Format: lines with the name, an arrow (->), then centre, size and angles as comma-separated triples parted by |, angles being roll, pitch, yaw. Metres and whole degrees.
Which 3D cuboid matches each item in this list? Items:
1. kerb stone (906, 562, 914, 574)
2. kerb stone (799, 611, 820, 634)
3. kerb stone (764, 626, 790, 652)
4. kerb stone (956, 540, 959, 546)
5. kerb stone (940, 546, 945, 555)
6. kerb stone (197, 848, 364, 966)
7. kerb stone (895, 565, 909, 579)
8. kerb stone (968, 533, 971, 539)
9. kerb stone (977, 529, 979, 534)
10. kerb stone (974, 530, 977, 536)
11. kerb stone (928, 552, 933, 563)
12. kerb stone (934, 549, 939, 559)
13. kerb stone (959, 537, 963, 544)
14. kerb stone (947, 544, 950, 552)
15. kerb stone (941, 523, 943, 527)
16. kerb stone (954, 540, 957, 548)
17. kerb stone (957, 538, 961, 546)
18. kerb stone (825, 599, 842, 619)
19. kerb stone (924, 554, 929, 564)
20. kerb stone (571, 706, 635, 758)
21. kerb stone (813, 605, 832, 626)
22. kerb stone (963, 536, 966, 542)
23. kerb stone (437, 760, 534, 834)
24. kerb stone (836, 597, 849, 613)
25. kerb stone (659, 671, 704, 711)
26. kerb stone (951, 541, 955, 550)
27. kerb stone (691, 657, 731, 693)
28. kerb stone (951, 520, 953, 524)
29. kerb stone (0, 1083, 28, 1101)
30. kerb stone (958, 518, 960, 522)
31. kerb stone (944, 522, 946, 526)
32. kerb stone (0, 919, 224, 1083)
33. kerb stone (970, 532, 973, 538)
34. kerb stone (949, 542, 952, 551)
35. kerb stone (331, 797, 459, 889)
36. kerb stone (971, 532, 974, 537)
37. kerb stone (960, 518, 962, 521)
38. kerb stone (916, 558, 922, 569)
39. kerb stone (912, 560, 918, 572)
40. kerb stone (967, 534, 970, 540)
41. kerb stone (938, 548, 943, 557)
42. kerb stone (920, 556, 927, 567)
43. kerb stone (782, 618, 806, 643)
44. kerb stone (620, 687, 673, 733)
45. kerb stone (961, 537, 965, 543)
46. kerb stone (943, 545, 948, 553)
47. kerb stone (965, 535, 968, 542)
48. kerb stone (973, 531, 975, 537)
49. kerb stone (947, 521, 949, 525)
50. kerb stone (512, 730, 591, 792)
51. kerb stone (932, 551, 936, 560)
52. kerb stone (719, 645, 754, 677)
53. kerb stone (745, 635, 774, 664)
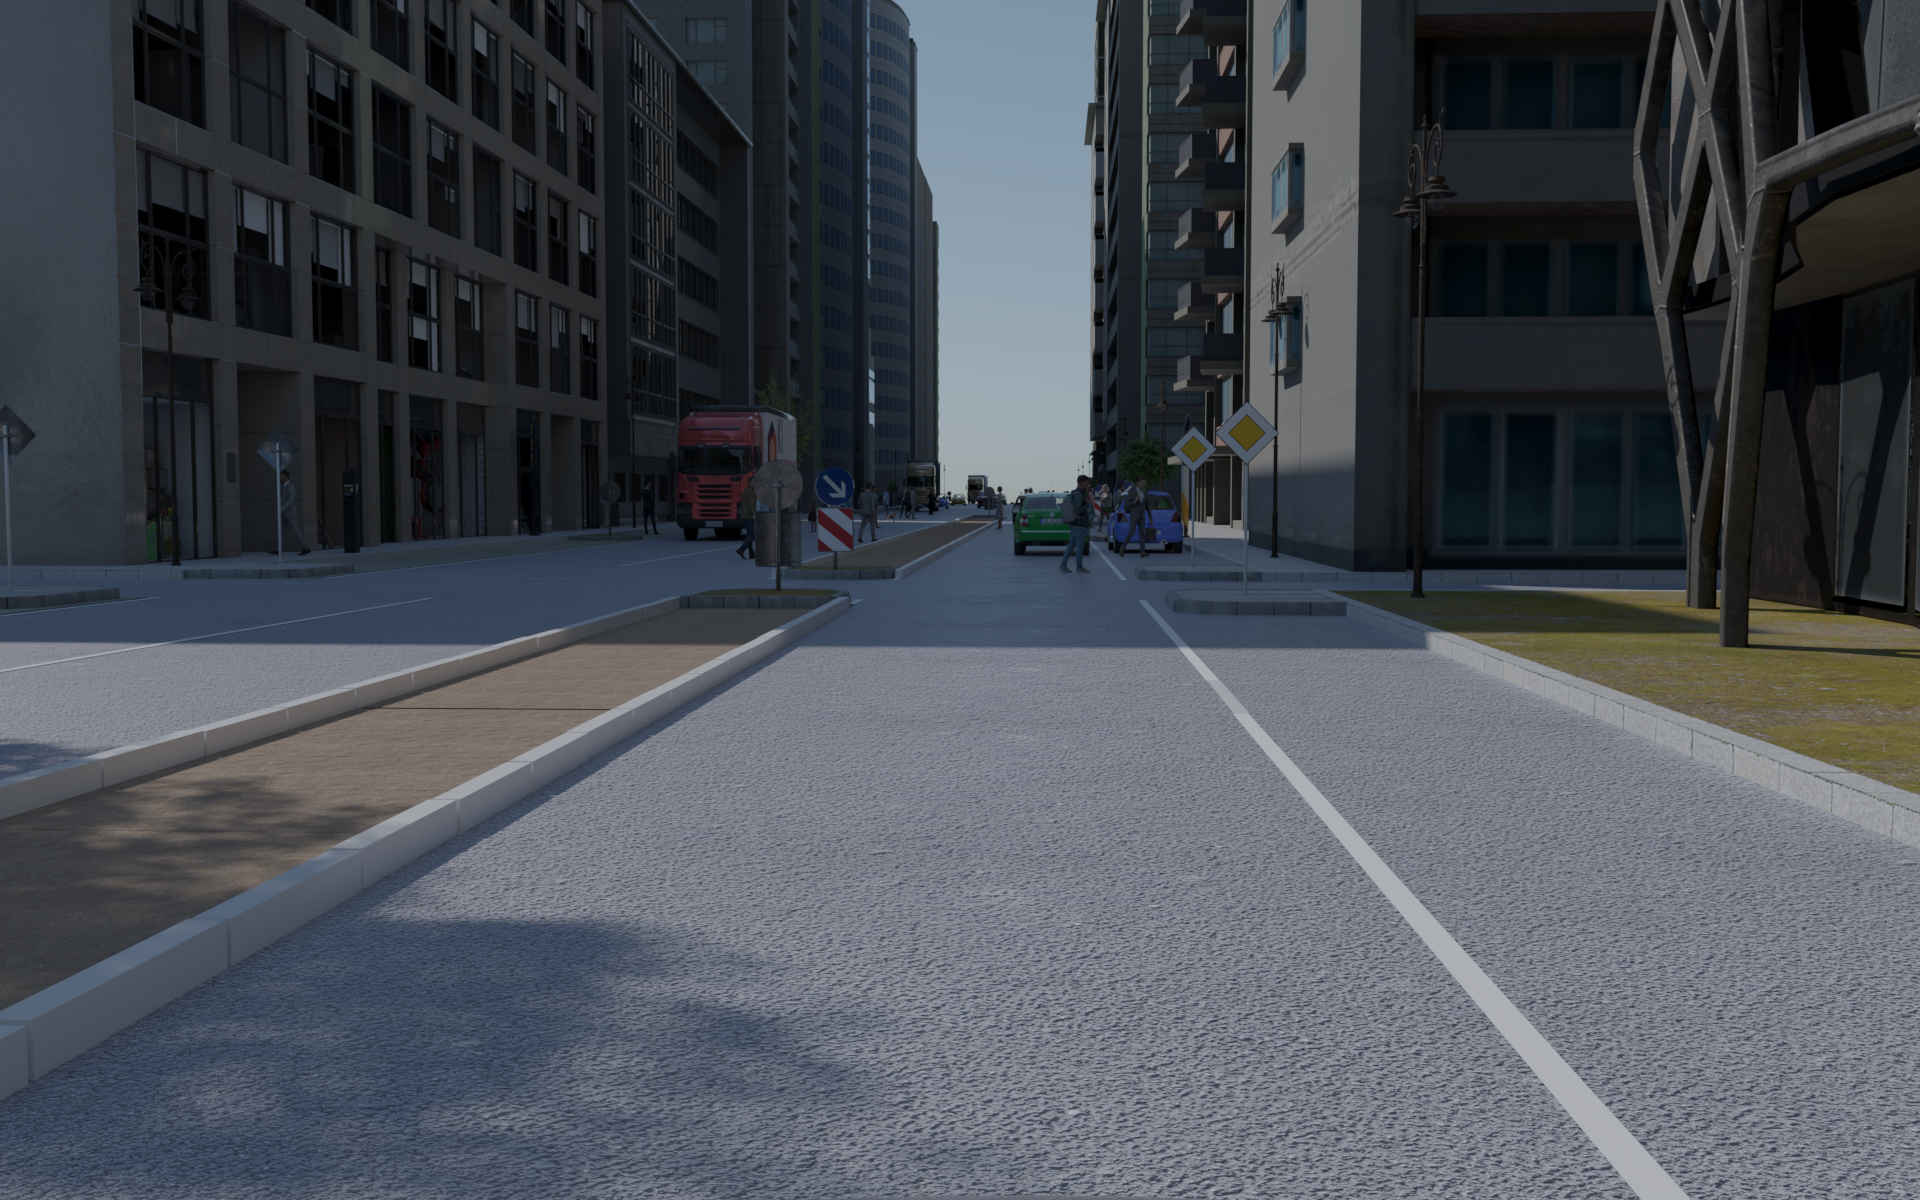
kerb stone -> -0.963, -0.530, 30.854 | 0.120, 0.150, 1.000 | 0, 4, 3
kerb stone -> -1.613, 0.255, 18.033 | 0.120, 0.150, 1.000 | 0, 4, 3
kerb stone -> -1.724, 0.380, 15.984 | 0.120, 0.150, 1.000 | 0, 4, 3
kerb stone -> -0.189, -1.466, 46.213 | 0.120, 0.150, 1.000 | 0, 4, 3
kerb stone -> -0.498, -1.090, 40.059 | 0.120, 0.150, 1.000 | 0, 4, 3
kerb stone -> -2.244, 1.009, 5.751 | 0.120, 0.150, 1.000 | 0, 4, 3
kerb stone -> -1.014, -0.465, 29.827 | 0.120, 0.150, 1.000 | 0, 4, 3
kerb stone -> 0.190, -1.907, 53.374 | 0.120, 0.150, 1.000 | 0, 4, 3
kerb stone -> 0.498, -2.280, 59.522 | 0.120, 0.150, 1.000 | 0, 4, 3
kerb stone -> 0.392, -2.158, 57.481 | 0.120, 0.150, 1.000 | 0, 4, 3
kerb stone -> -0.700, -0.842, 35.962 | 0.120, 0.150, 1.000 | 0, 4, 3
kerb stone -> -0.602, -0.967, 38.017 | 0.120, 0.150, 1.000 | 0, 4, 3
kerb stone -> -0.073, -1.594, 48.257 | 0.120, 0.150, 1.000 | 0, 4, 3
kerb stone -> -0.393, -1.215, 42.105 | 0.120, 0.150, 1.000 | 0, 4, 3
kerb stone -> -0.917, -3.104, 72.947 | 0.120, 0.150, 1.000 | 0, 4, 3
kerb stone -> -0.230, -1.400, 45.185 | 0.120, 0.150, 1.000 | 0, 4, 3
kerb stone -> -0.134, -1.532, 47.237 | 0.120, 0.150, 1.000 | 0, 4, 3
kerb stone -> -1.515, 0.129, 20.084 | 0.120, 0.150, 1.000 | 0, 4, 3
kerb stone -> -0.761, -0.779, 34.939 | 0.120, 0.150, 1.000 | 0, 4, 3
kerb stone -> -2.039, 0.756, 9.839 | 0.120, 0.150, 1.000 | 0, 4, 3
kerb stone -> -1.562, 0.192, 19.054 | 0.120, 0.150, 1.000 | 0, 4, 3
kerb stone -> 0.015, -1.719, 50.303 | 0.120, 0.150, 1.000 | 0, 4, 3
kerb stone -> -2.137, 0.882, 7.793 | 0.120, 0.150, 1.000 | 0, 4, 3
kerb stone -> -1.469, 0.067, 21.105 | 0.120, 0.150, 1.000 | 0, 4, 3
kerb stone -> -1.932, 0.634, 11.890 | 0.120, 0.150, 1.000 | 0, 4, 3
kerb stone -> -0.272, -1.344, 44.163 | 0.120, 0.150, 1.000 | 0, 4, 3
kerb stone -> -1.880, 0.570, 12.911 | 0.120, 0.150, 1.000 | 0, 4, 3
kerb stone -> -0.546, -3.544, 80.136 | 0.120, 0.150, 1.000 | 0, 4, 3
kerb stone -> -2.346, 1.136, 3.704 | 0.120, 0.150, 1.000 | 0, 4, 3
kerb stone -> -0.235, -3.919, 86.267 | 0.120, 0.150, 1.000 | 0, 4, 3
kerb stone -> -0.814, -3.230, 74.999 | 0.120, 0.150, 1.000 | 0, 4, 3
kerb stone -> -2.297, 1.068, 4.730 | 0.120, 0.150, 1.000 | 0, 4, 3
kerb stone -> 0.235, -1.970, 54.408 | 0.120, 0.150, 1.000 | 0, 4, 3
kerb stone -> -0.349, -1.281, 43.144 | 0.120, 0.150, 1.000 | 0, 4, 3
kerb stone -> -2.198, 0.943, 6.772 | 0.120, 0.150, 1.000 | 0, 4, 3
kerb stone -> 0.283, -2.027, 55.440 | 0.120, 0.150, 1.000 | 0, 4, 3
kerb stone -> -0.135, -4.044, 88.318 | 0.120, 0.150, 1.000 | 0, 4, 3
kerb stone -> -0.862, -0.655, 32.897 | 0.120, 0.150, 1.000 | 0, 4, 3
kerb stone -> -0.908, -0.592, 31.876 | 0.120, 0.150, 1.000 | 0, 4, 3
kerb stone -> 0.139, -1.844, 52.344 | 0.120, 0.150, 1.000 | 0, 4, 3
kerb stone -> -0.539, -1.029, 39.037 | 0.120, 0.150, 1.000 | 0, 4, 3
kerb stone -> -0.800, -0.717, 33.918 | 0.120, 0.150, 1.000 | 0, 4, 3
kerb stone -> -1.669, 0.317, 17.012 | 0.120, 0.150, 1.000 | 0, 4, 3
kerb stone -> -1.984, 0.693, 10.865 | 0.120, 0.150, 1.000 | 0, 4, 3
kerb stone -> -0.024, -1.653, 49.282 | 0.120, 0.150, 1.000 | 0, 4, 3
kerb stone -> -0.440, -1.155, 41.084 | 0.120, 0.150, 1.000 | 0, 4, 3
kerb stone -> 0.077, -1.782, 51.323 | 0.120, 0.150, 1.000 | 0, 4, 3
kerb stone -> 0.340, -2.096, 56.460 | 0.120, 0.150, 1.000 | 0, 4, 3
kerb stone -> -0.709, -3.356, 77.060 | 0.120, 0.150, 1.000 | 0, 4, 3
kerb stone -> -2.083, 0.818, 8.818 | 0.120, 0.150, 1.000 | 0, 4, 3
kerb stone -> -0.652, -0.905, 36.984 | 0.120, 0.150, 1.000 | 0, 4, 3
kerb stone -> -1.827, 0.505, 13.936 | 0.120, 0.150, 1.000 | 0, 4, 3
kerb stone -> -1.769, 0.444, 14.963 | 0.120, 0.150, 1.000 | 0, 4, 3
